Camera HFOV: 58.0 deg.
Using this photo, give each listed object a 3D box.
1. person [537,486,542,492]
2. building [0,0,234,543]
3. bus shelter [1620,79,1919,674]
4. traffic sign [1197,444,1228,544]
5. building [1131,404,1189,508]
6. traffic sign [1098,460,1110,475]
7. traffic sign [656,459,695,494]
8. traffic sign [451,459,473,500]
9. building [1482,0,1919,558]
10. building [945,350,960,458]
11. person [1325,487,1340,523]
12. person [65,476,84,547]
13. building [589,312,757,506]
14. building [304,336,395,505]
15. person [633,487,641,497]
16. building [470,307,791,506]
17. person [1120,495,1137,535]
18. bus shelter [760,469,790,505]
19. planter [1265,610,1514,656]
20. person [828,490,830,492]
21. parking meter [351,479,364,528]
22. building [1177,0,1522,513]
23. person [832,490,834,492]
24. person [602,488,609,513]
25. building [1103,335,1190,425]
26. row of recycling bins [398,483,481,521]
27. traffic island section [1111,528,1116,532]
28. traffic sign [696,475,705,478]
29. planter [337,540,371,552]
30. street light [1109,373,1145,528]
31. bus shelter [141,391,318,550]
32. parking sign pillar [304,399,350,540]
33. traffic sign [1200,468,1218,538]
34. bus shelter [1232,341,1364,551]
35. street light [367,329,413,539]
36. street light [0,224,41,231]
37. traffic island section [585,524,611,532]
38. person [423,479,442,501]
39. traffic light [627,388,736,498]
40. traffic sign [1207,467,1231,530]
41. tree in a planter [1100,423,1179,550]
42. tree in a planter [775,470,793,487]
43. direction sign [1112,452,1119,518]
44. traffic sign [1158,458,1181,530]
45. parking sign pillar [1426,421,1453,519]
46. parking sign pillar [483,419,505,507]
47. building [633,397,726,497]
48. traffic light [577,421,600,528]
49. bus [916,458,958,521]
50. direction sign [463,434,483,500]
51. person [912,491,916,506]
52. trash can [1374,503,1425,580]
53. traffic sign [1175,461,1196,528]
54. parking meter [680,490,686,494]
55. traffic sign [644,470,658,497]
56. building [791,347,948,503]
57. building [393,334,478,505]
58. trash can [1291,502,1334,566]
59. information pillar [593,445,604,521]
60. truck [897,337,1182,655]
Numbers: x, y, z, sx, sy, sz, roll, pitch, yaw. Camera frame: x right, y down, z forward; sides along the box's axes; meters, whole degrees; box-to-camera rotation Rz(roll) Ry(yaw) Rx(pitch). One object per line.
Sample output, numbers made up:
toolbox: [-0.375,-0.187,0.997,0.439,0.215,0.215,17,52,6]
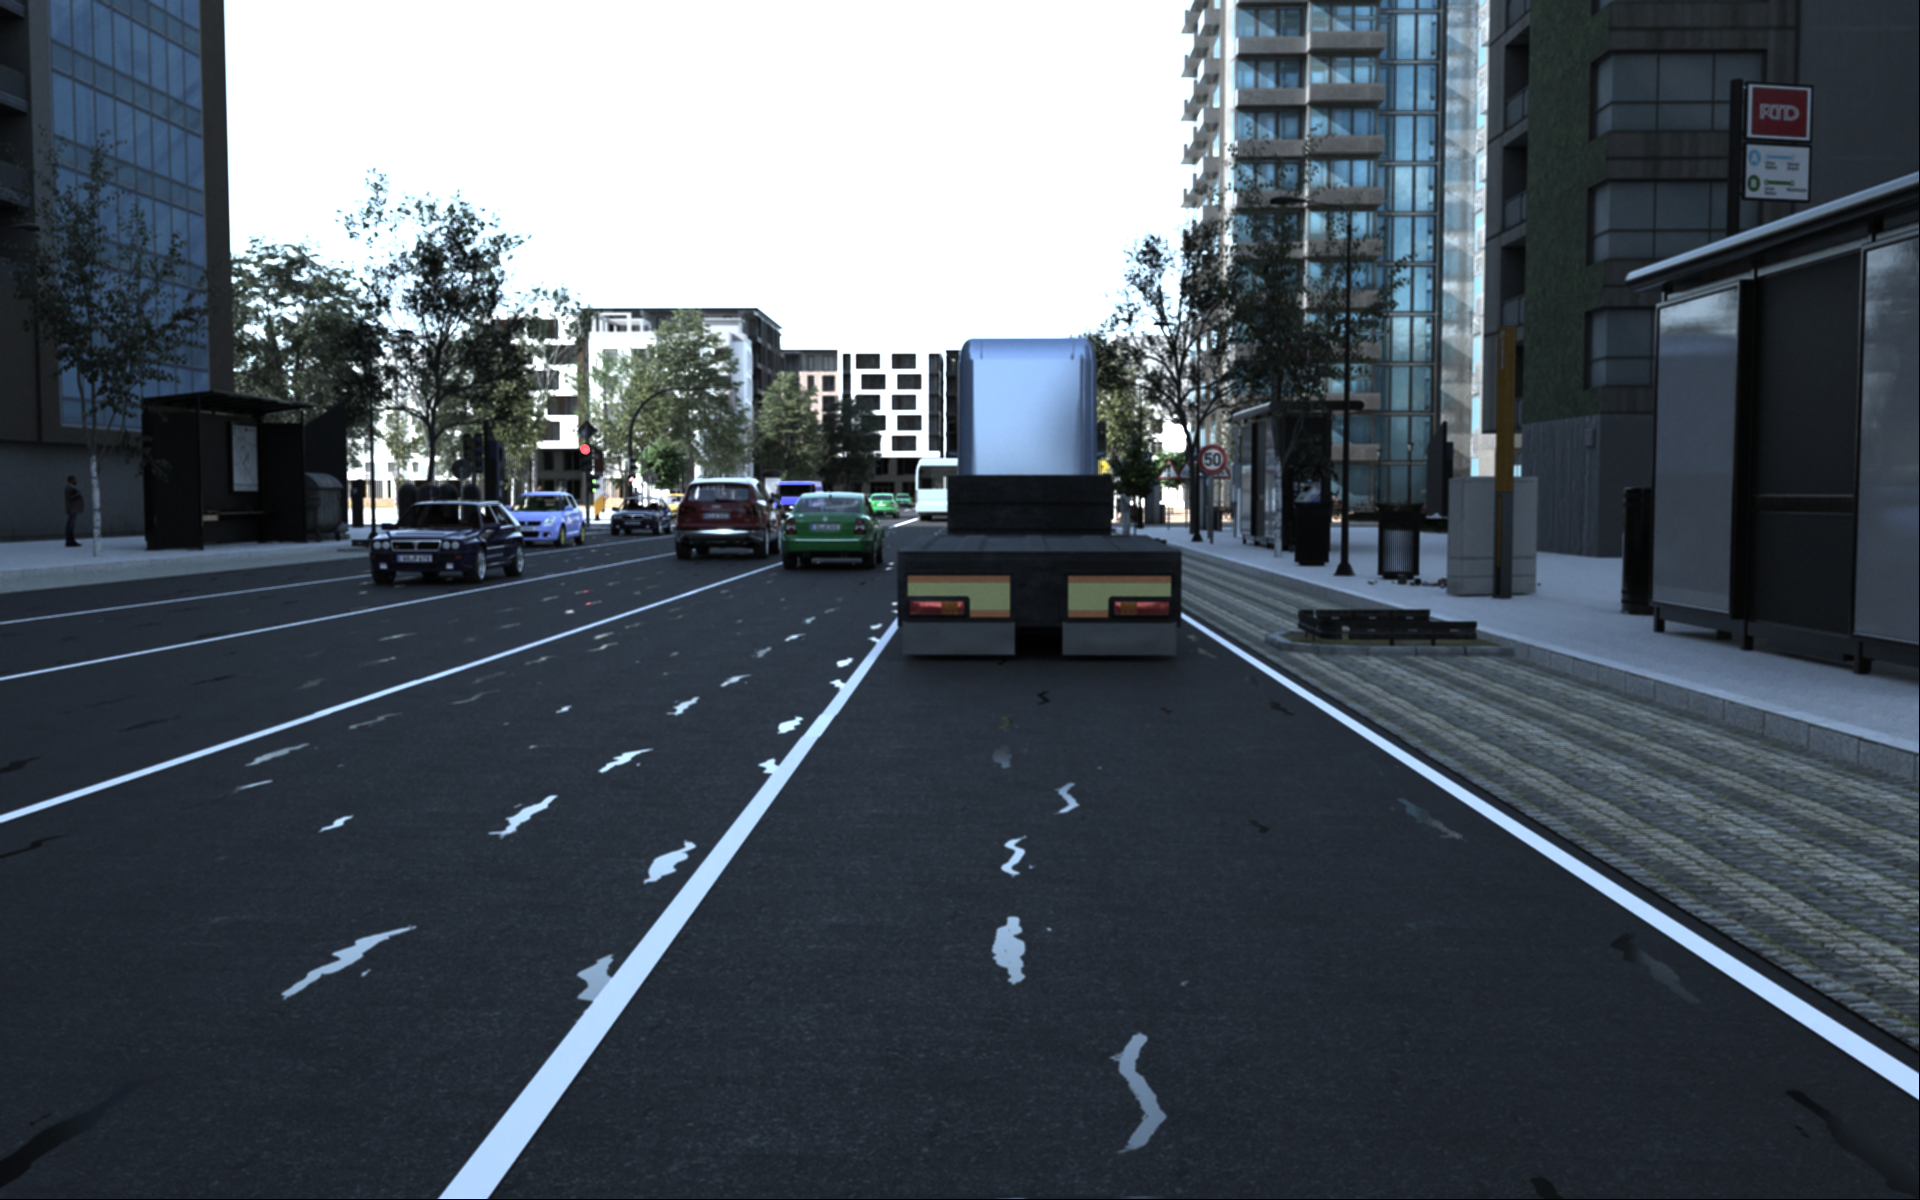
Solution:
person: [-23.320,-5.490,96.494,0.600,1.739,0.565,-1,4,-17]
building: [-31.807,-24.508,50.822,14.200,45.320,14.600,0,4,1]
bus shelter: [7.231,-2.256,14.523,2.179,5.291,8.768,0,4,1]
traffic sign: [6.483,-2.718,44.542,0.768,2.556,0.104,0,4,2]
building: [21.870,-14.035,171.617,9.099,9.664,28.070,0,4,1]
traffic sign: [9.249,-6.609,101.929,2.265,3.308,0.079,0,4,4]
traffic sign: [-16.314,-6.448,99.294,2.265,3.308,0.079,0,4,4]
traffic sign: [-17.880,-3.797,62.185,0.768,2.556,0.104,0,4,3]
building: [19.984,-21.819,40.338,14.154,41.232,14.086,0,4,1]
building: [14.361,-25.135,254.937,32.646,21.610,27.936,0,4,1]
person: [16.600,-4.312,77.344,0.742,1.727,0.445,1,4,15]
person: [-21.652,-2.171,42.357,0.431,1.722,0.655,-1,4,-22]
building: [-30.137,-20.051,184.254,16.016,20.091,11.380,0,4,1]
building: [-71.424,-21.666,210.655,11.380,20.091,16.016,0,4,1]
person: [-20.048,-6.156,107.412,0.376,1.734,0.841,2,4,33]
building: [-38.152,-22.014,203.897,32.646,21.610,27.936,0,4,1]
person: [4.909,-2.561,50.513,0.789,1.805,0.875,0,4,-2]
bus shelter: [-15.197,-9.137,143.311,2.014,3.302,5.546,0,4,1]
planter: [3.907,0.302,16.199,1.991,0.319,1.994,0,4,1]
person: [-13.936,-10.901,184.828,0.434,1.755,0.990,0,4,3]
parking meter: [-23.145,-3.718,66.501,0.399,1.863,0.255,1,4,17]
building: [28.717,-31.378,132.633,23.786,49.044,30.456,0,4,1]
person: [-16.331,-13.236,222.466,1.348,1.821,0.705,-1,4,-16]
person: [-23.675,-6.589,114.707,0.756,1.711,0.436,0,4,3]
building: [25.554,-20.461,200.993,16.747,18.905,31.486,0,4,1]
row of recycling bins: [-19.972,-3.626,66.404,3.534,1.692,1.069,1,4,16]
traffic island section: [4.840,-2.669,65.925,2.009,0.180,2.903,0,4,1]
traffic sign: [-17.591,-7.178,117.469,0.768,2.556,0.104,0,4,2]
planter: [-14.366,-1.380,43.701,1.991,0.319,1.994,0,4,1]
street light: [6.305,-5.702,65.771,1.470,5.913,1.316,0,4,1]
bus shelter: [-17.748,-3.131,42.467,1.731,3.624,6.357,0,4,1]
parking sign pillar: [-18.051,-3.701,48.991,1.447,3.967,1.447,-3,5,-40]
traffic sign: [7.221,-3.062,50.169,0.768,2.556,0.104,1,4,10]
bus shelter: [8.070,-4.003,43.082,2.179,5.291,8.768,0,4,1]
street light: [-16.103,-4.675,48.983,1.470,5.913,1.316,0,4,1]
street light: [-16.488,-3.509,29.905,1.470,5.913,1.316,0,4,1]
traffic island section: [-14.258,-2.692,66.290,2.009,0.180,2.903,0,4,1]
person: [-16.518,-2.927,54.352,0.683,1.767,0.568,0,4,-4]
traffic light: [-11.974,-6.084,74.134,4.771,5.953,1.251,0,4,1]
traffic sign: [9.080,-3.706,60.598,0.884,2.594,0.081,1,4,9]
tree in a planter: [4.403,-2.826,43.422,1.991,3.239,1.994,0,4,1]
tree in a planter: [-12.785,-7.942,127.074,1.991,3.239,1.994,0,4,1]
direction sign: [8.352,-6.194,93.273,0.379,3.537,0.876,2,4,28]
traffic sign: [7.553,-3.831,62.644,0.884,2.594,0.081,0,4,5]
parking sign pillar: [17.976,-4.676,64.917,1.447,3.967,1.447,-1,4,-11]
parking sign pillar: [-17.002,-4.575,63.267,1.447,3.967,1.447,0,4,0]
building: [-26.760,-13.590,164.338,9.099,9.664,28.070,0,4,1]
traffic light: [-14.218,-4.724,66.154,0.839,4.253,0.868,0,4,1]
bus: [-0.863,-6.187,96.014,2.948,3.499,13.247,0,4,1]
direction sign: [-18.272,-4.468,65.056,0.876,3.537,0.379,2,4,24]
person: [-5.322,-12.175,207.562,0.705,1.824,1.348,2,4,31]
trash can: [6.624,-0.886,26.140,0.748,1.137,0.748,0,3,0]
traffic sign: [8.528,-3.987,65.197,0.884,2.594,0.081,1,4,10]
parking meter: [-16.013,-5.779,100.194,0.255,1.863,0.399,-2,4,-28]
traffic sign: [-16.528,-5.656,92.584,0.768,2.556,0.104,1,4,9]
building: [-18.854,-25.109,254.506,32.646,21.610,27.936,0,4,1]
building: [-60.045,-21.655,210.472,11.380,20.091,16.016,0,4,1]
trash can: [6.322,-1.189,31.096,0.748,1.137,0.748,0,3,0]
information pillar: [-17.211,-5.574,82.483,0.504,3.616,0.183,-1,4,-11]
truck: [0.973,-2.096,24.030,2.967,4.110,18.799,0,4,2]
